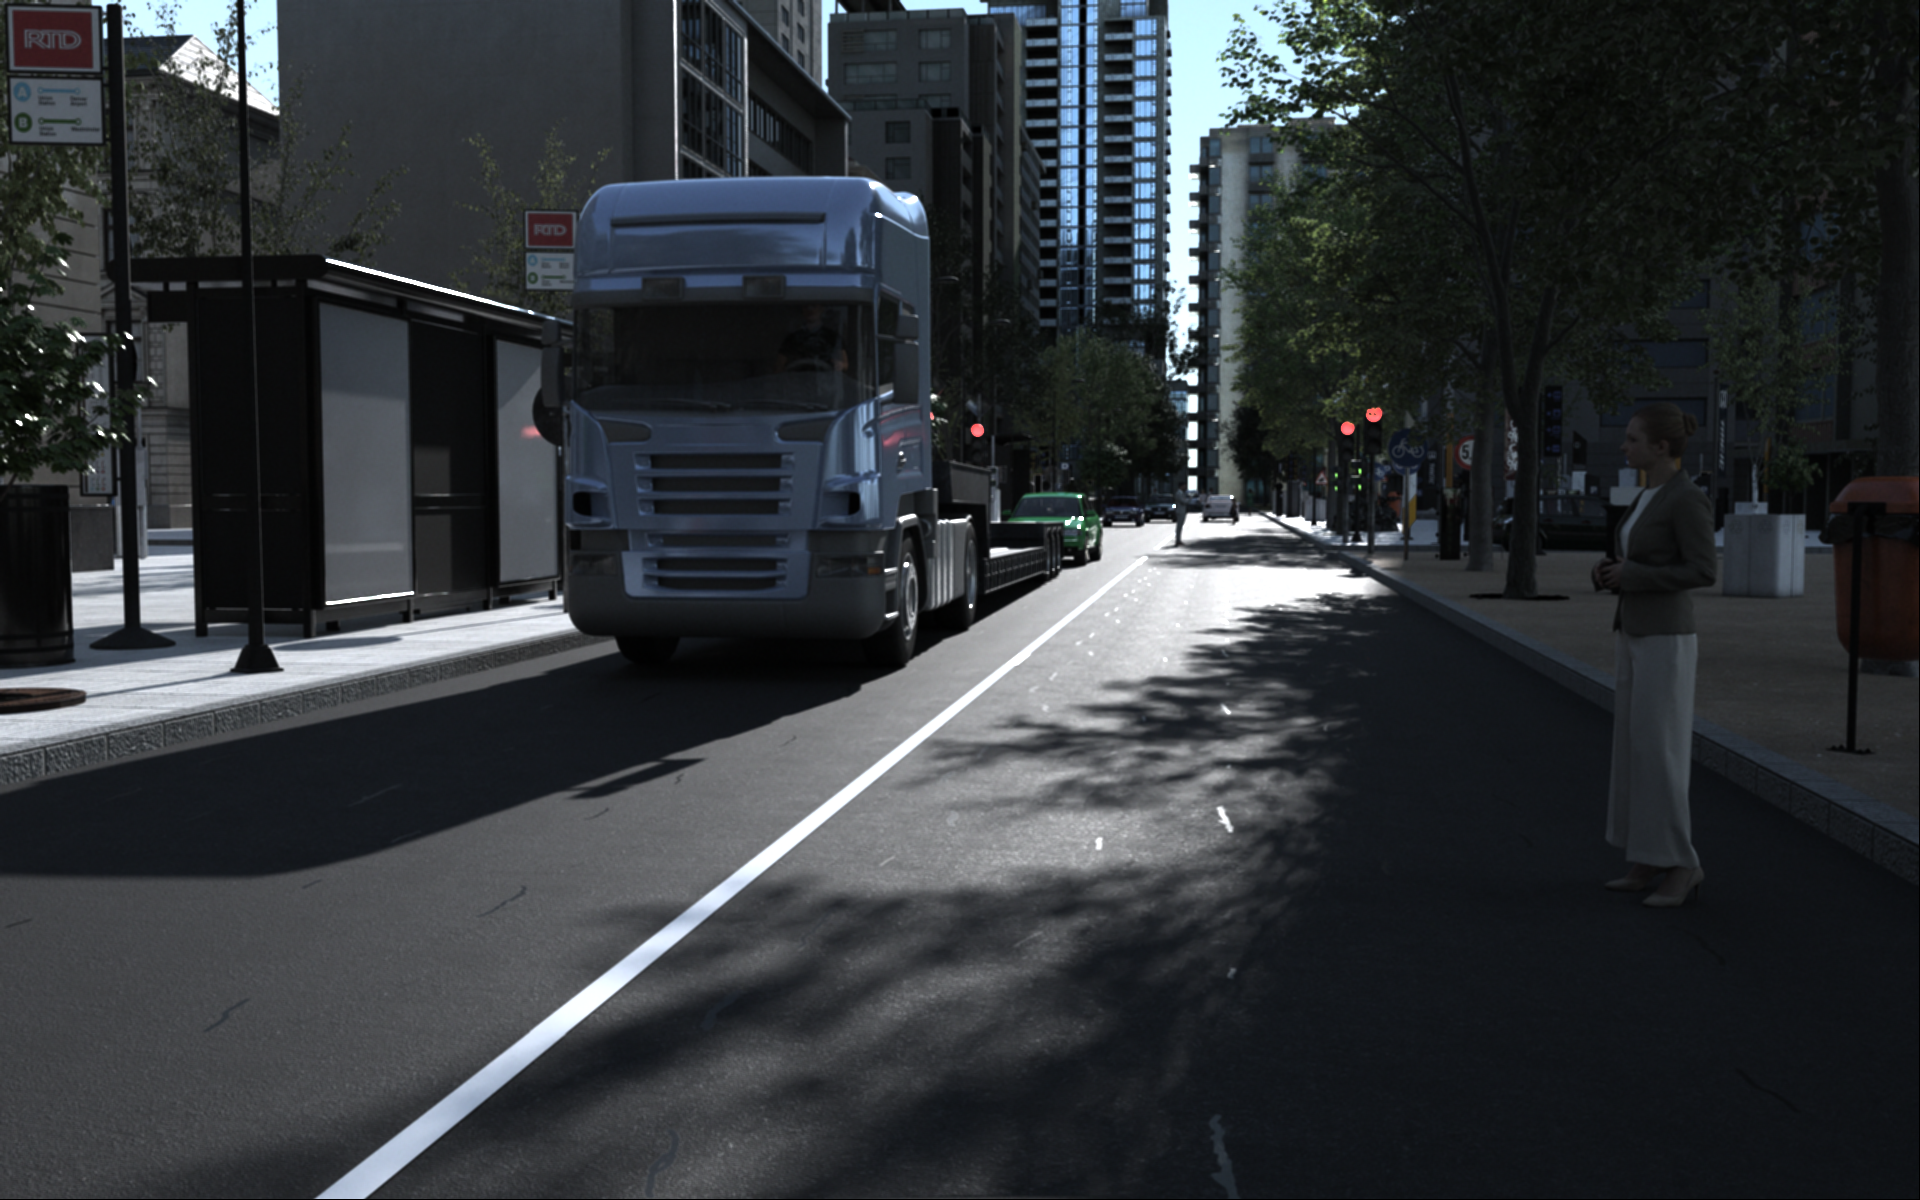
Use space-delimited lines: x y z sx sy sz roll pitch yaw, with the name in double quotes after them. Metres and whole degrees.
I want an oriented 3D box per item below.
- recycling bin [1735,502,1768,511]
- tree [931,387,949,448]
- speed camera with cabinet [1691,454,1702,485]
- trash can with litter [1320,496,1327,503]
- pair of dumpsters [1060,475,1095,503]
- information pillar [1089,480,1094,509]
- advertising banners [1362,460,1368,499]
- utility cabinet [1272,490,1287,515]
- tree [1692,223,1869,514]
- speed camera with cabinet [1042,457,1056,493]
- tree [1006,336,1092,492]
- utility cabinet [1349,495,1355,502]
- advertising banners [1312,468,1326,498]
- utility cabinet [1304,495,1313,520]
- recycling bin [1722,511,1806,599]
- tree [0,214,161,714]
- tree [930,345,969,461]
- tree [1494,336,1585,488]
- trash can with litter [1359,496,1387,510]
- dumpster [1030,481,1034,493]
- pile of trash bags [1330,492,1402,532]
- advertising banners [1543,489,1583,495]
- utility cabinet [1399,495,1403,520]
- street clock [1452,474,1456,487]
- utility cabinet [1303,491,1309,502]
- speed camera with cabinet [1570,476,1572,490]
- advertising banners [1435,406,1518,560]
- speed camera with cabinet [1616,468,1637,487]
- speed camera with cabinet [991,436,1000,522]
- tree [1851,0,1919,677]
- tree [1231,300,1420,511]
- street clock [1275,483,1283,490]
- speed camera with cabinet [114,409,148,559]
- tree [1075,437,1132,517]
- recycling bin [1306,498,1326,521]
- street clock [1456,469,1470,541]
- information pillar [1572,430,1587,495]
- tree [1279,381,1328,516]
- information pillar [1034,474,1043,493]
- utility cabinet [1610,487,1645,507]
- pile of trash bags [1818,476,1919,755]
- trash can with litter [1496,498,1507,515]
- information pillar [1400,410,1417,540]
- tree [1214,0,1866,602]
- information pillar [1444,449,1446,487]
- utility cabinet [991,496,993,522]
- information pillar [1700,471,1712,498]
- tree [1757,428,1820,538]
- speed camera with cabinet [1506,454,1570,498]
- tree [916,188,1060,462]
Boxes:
24.674 -2.537 54.033 0.722 1.027 0.722 -3 4 -38 "recycling bin"
-1.872 -3.105 34.479 4.285 4.588 4.351 0 3 0 "tree"
35.715 -5.567 85.357 2.038 3.252 0.660 3 4 38 "speed camera with cabinet"
20.589 -5.386 99.449 1.055 1.170 0.624 -1 4 -18 "trash can with litter"
5.833 -5.129 86.345 1.574 2.255 4.437 1 4 9 "pair of dumpsters"
6.751 -5.196 89.443 0.304 2.012 0.304 1 4 22 "information pillar"
20.646 -5.632 88.275 0.090 3.025 2.074 1 4 20 "advertising banners"
19.878 -6.011 106.964 1.173 1.500 0.318 3 5 42 "utility cabinet"
21.140 -5.823 45.561 4.737 8.622 4.395 0 3 0 "tree"
4.117 -6.024 92.833 2.038 3.252 0.660 2 4 30 "speed camera with cabinet"
4.302 -8.018 81.453 4.737 8.622 4.395 0 3 0 "tree"
17.444 -4.087 77.988 0.306 1.237 1.020 2 4 33 "utility cabinet"
23.586 -7.194 113.807 0.090 3.025 2.074 -1 4 -13 "advertising banners"
16.922 -4.454 83.983 0.306 1.237 1.020 0 4 2 "utility cabinet"
10.074 -0.560 21.708 0.722 1.027 0.722 -3 4 -39 "recycling bin"
-5.819 -0.960 10.291 1.663 3.219 1.824 0 3 0 "tree"
-1.696 -8.181 84.128 4.737 8.622 4.395 0 3 0 "tree"
23.442 -7.409 71.505 4.737 8.622 4.395 0 3 0 "tree"
15.463 -3.304 65.408 1.055 1.170 0.624 2 4 33 "trash can with litter"
2.801 -4.213 74.641 1.264 1.857 1.865 1 4 8 "dumpster"
14.341 -3.067 59.903 1.912 1.369 3.447 3 5 41 "pile of trash bags"
18.320 -3.514 53.646 2.074 3.025 0.090 -1 4 -9 "advertising banners"
21.675 -4.522 85.093 1.020 1.237 0.306 0 4 3 "utility cabinet"
17.346 -3.417 60.444 0.471 2.002 0.358 1 4 21 "street clock"
22.765 -6.447 114.084 0.318 1.500 1.173 0 4 5 "utility cabinet"
30.294 -5.550 85.071 2.038 3.252 0.660 0 4 -3 "speed camera with cabinet"
10.217 -2.306 33.897 2.074 3.025 0.090 -1 4 -21 "advertising banners"
23.770 -4.128 61.826 0.660 3.252 2.038 1 4 20 "speed camera with cabinet"
1.007 -3.974 59.306 0.660 3.252 2.038 0 4 6 "speed camera with cabinet"
6.274 -5.746 12.071 7.486 12.596 7.792 0 3 0 "tree"
17.107 -8.787 78.088 7.601 10.594 8.767 0 4 -4 "tree"
20.572 -6.555 111.749 0.471 2.002 0.358 -2 4 -23 "street clock"
-16.635 -2.468 34.693 0.660 3.252 2.038 -2 4 -26 "speed camera with cabinet"
8.193 -7.044 98.876 4.285 4.588 4.351 0 3 0 "tree"
16.821 -4.237 81.835 0.722 1.027 0.722 2 4 34 "recycling bin"
13.855 -2.604 47.148 0.471 2.002 0.358 -3 5 -43 "street clock"
22.468 -4.375 62.883 0.504 3.616 0.183 1 4 23 "information pillar"
20.361 -9.291 102.267 4.737 8.622 4.395 0 3 0 "tree"
2.885 -3.637 63.955 0.304 2.012 0.304 0 4 6 "information pillar"
20.415 -2.694 52.733 1.173 1.500 0.318 1 4 15 "utility cabinet"
5.302 0.141 7.454 1.912 1.369 3.447 -2 4 -28 "pile of trash bags"
21.368 -3.455 67.881 0.624 1.170 1.055 -1 4 -20 "trash can with litter"
12.621 -3.501 48.601 0.504 3.616 0.183 -3 4 -36 "information pillar"
6.770 -5.808 20.710 9.928 11.665 9.643 0 3 0 "tree"
25.245 -6.020 89.788 0.504 3.616 0.183 -3 5 -44 "information pillar"
0.447 -2.504 52.101 1.020 1.237 0.306 1 4 19 "utility cabinet"
24.293 -3.178 56.454 0.304 2.012 0.304 3 5 42 "information pillar"
24.600 -3.466 51.267 1.663 3.219 1.824 0 3 0 "tree"
21.208 -4.249 63.808 2.038 3.252 0.660 1 4 10 "speed camera with cabinet"
-0.335 -7.245 52.873 8.767 10.594 7.601 -3 5 -43 "tree"
